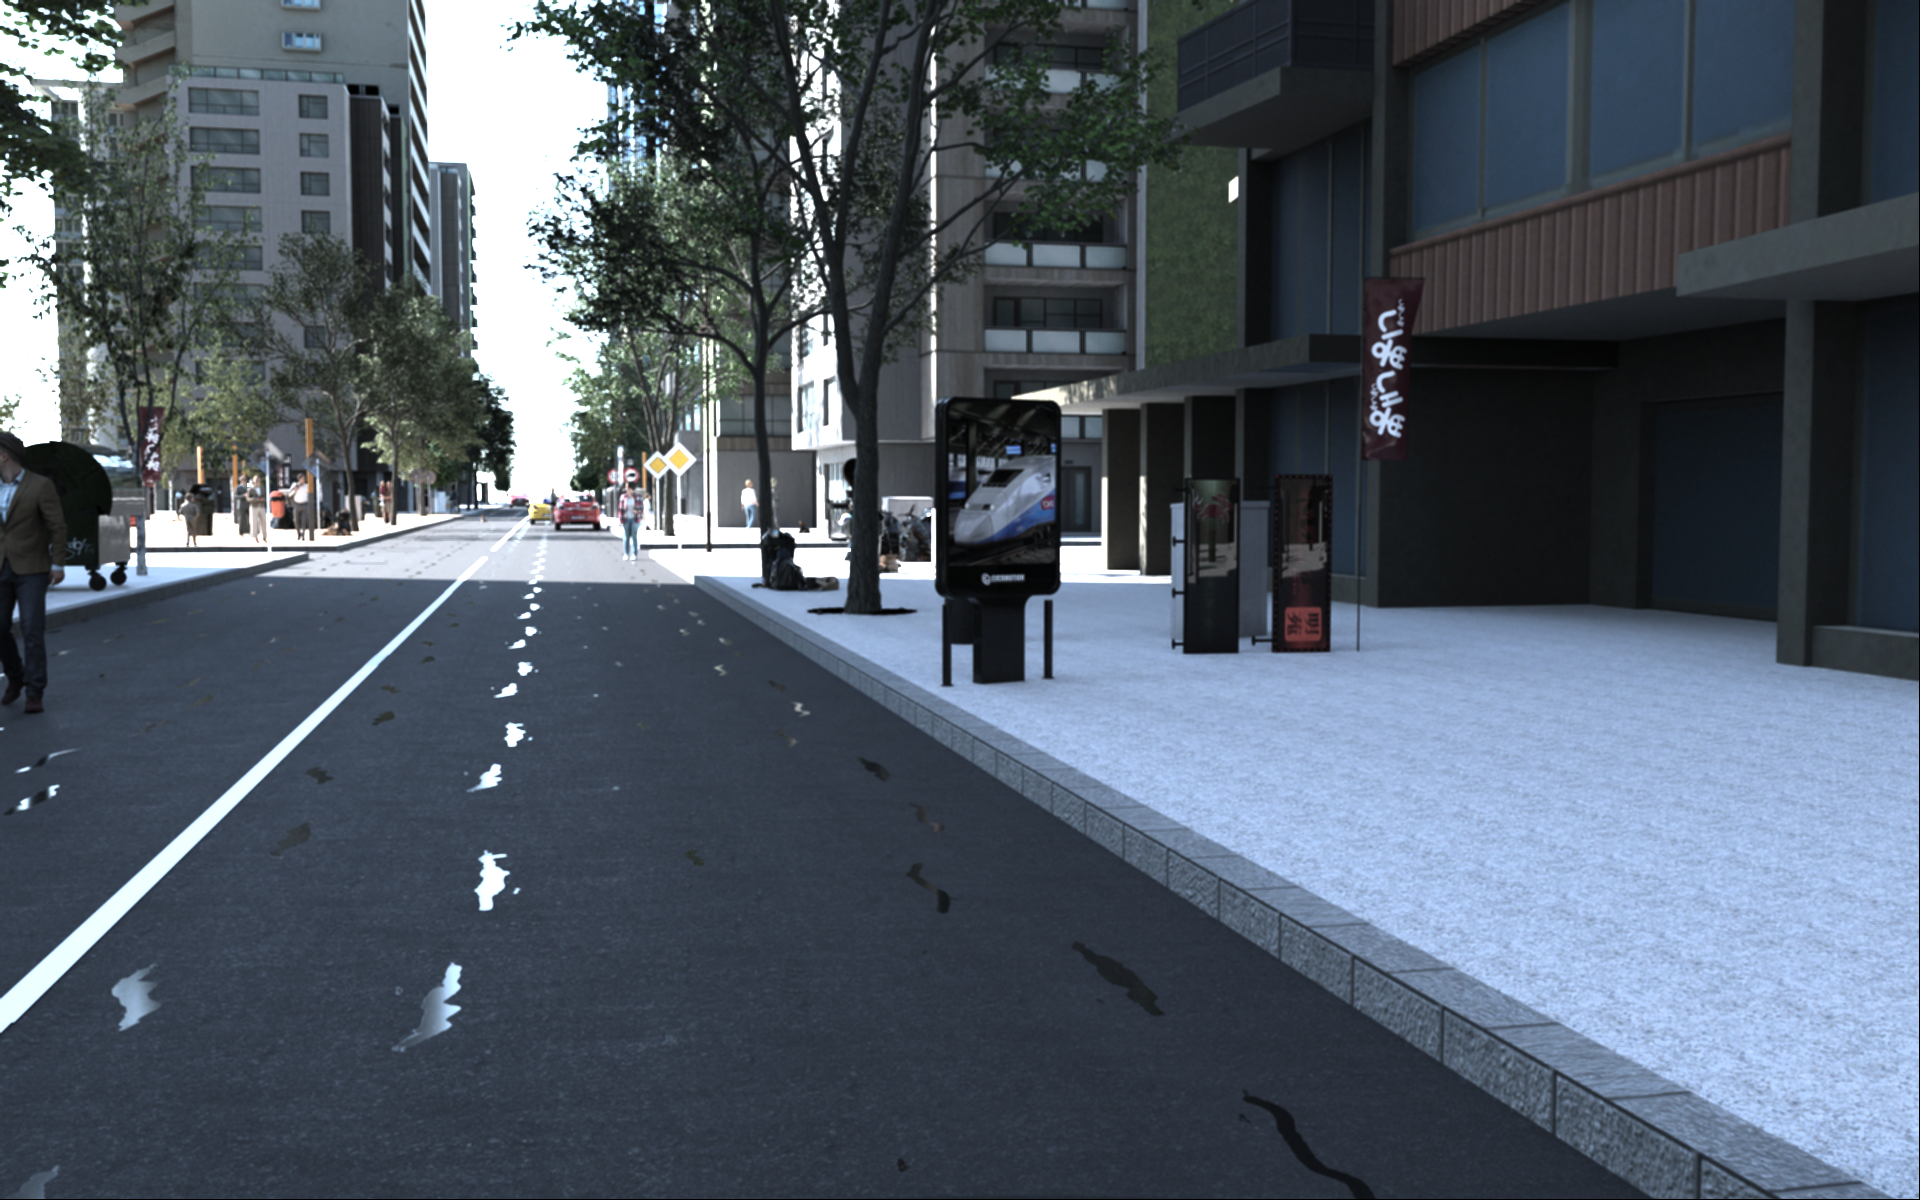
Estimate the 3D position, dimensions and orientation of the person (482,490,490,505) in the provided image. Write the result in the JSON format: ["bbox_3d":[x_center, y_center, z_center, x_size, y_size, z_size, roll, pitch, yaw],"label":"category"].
[{"bbox_3d":[-57.625,-12.429,209.979,1.217,1.743,0.721,-2,4,-32],"label":"person"}]

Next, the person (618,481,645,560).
[{"bbox_3d":[-7.140,-1.733,37.677,0.563,1.720,0.643,0,4,2],"label":"person"}]

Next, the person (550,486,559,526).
[{"bbox_3d":[-18.307,-4.256,78.266,0.526,1.800,0.537,2,4,26],"label":"person"}]

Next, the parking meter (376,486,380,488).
[{"bbox_3d":[-37.423,-6.472,111.528,0.399,1.863,0.255,-1,4,-21],"label":"parking meter"}]

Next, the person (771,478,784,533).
[{"bbox_3d":[-6.067,-3.081,56.608,0.526,1.800,0.537,-2,4,-29],"label":"person"}]

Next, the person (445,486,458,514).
[{"bbox_3d":[-32.586,-6.422,111.021,0.713,1.824,0.794,1,4,16],"label":"person"}]

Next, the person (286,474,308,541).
[{"bbox_3d":[-18.063,-2.522,47.375,0.679,1.850,0.850,-1,4,-19],"label":"person"}]

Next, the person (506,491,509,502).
[{"bbox_3d":[-69.503,-15.853,265.754,1.217,1.766,0.721,3,4,38],"label":"person"}]

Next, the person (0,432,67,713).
[{"bbox_3d":[-6.328,-0.193,11.572,0.656,1.842,0.836,-2,4,-28],"label":"person"}]

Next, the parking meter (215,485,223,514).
[{"bbox_3d":[-48.508,-6.585,113.377,0.399,1.863,0.255,-3,4,-38],"label":"parking meter"}]

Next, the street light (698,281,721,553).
[{"bbox_3d":[-5.495,-3.972,37.731,0.468,5.910,1.993,-1,4,-13],"label":"street light"}]

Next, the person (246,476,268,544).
[{"bbox_3d":[-18.186,-2.342,44.881,0.519,1.759,0.362,-3,5,-43],"label":"person"}]

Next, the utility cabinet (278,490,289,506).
[{"bbox_3d":[-33.161,-4.704,85.594,0.318,1.500,1.173,1,4,15],"label":"utility cabinet"}]

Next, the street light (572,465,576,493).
[{"bbox_3d":[-52.571,-16.135,236.598,0.468,5.910,1.993,-1,4,-13],"label":"street light"}]

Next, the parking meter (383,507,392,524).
[{"bbox_3d":[-24.977,-4.103,75.497,0.372,1.533,0.369,0,3,0],"label":"parking meter"}]

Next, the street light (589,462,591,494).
[{"bbox_3d":[-33.192,-11.166,155.345,0.468,5.910,1.993,-1,4,-13],"label":"street light"}]

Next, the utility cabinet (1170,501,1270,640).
[{"bbox_3d":[2.320,-0.264,15.484,1.020,1.237,0.306,-3,5,-41],"label":"utility cabinet"}]

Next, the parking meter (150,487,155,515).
[{"bbox_3d":[-49.752,-6.162,106.453,0.399,1.863,0.255,0,4,6],"label":"parking meter"}]

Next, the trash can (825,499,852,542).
[{"bbox_3d":[-3.264,-2.143,46.687,0.748,1.137,0.748,0,3,0],"label":"trash can"}]

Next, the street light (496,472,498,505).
[{"bbox_3d":[-53.579,-13.915,200.289,0.468,5.910,1.993,-1,4,-13],"label":"street light"}]

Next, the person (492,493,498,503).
[{"bbox_3d":[-63.651,-13.940,237.179,0.599,1.433,0.991,2,4,33],"label":"person"}]

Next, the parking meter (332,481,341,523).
[{"bbox_3d":[-27.866,-4.383,77.371,0.255,1.863,0.399,0,4,3],"label":"parking meter"}]

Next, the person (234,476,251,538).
[{"bbox_3d":[-20.665,-2.689,50.189,0.590,1.801,0.661,2,4,31],"label":"person"}]

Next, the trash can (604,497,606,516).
[{"bbox_3d":[-19.937,-5.315,98.547,0.748,1.137,0.748,0,3,0],"label":"trash can"}]

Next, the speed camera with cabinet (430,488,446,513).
[{"bbox_3d":[-35.407,-7.477,116.578,0.660,3.252,2.038,1,4,14],"label":"speed camera with cabinet"}]

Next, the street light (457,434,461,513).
[{"bbox_3d":[-34.418,-8.933,118.840,0.468,5.910,1.993,-1,4,-13],"label":"street light"}]

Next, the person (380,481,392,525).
[{"bbox_3d":[-23.745,-4.014,71.638,0.573,1.828,0.580,3,5,42],"label":"person"}]

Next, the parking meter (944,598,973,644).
[{"bbox_3d":[0.052,-0.398,14.912,0.372,1.533,0.369,0,3,0],"label":"parking meter"}]

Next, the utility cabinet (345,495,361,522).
[{"bbox_3d":[-28.270,-4.252,80.690,0.306,1.237,1.020,0,4,7],"label":"utility cabinet"}]

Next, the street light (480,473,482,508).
[{"bbox_3d":[-43.396,-11.258,156.850,0.468,5.910,1.993,-1,4,-13],"label":"street light"}]

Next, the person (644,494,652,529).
[{"bbox_3d":[-11.269,-3.195,62.565,0.425,1.301,0.394,3,5,39],"label":"person"}]

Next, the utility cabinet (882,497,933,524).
[{"bbox_3d":[-1.054,-1.473,35.251,1.020,1.237,0.306,-2,4,-27],"label":"utility cabinet"}]

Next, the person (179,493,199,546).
[{"bbox_3d":[-19.017,-1.984,42.747,0.475,1.303,0.640,-1,4,-16],"label":"person"}]

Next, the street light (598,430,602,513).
[{"bbox_3d":[-24.656,-8.924,118.700,0.468,5.910,1.993,-1,4,-13],"label":"street light"}]

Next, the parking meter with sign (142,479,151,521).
[{"bbox_3d":[-39.548,-5.372,84.087,0.543,3.016,1.738,-2,4,-25],"label":"parking meter with sign"}]

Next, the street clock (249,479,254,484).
[{"bbox_3d":[-34.112,-4.832,83.578,0.358,2.002,0.471,-3,5,-44],"label":"street clock"}]

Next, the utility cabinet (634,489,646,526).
[{"bbox_3d":[-12.837,-3.711,69.358,0.318,1.500,1.173,0,4,3],"label":"utility cabinet"}]

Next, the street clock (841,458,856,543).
[{"bbox_3d":[-2.163,-1.870,35.142,0.471,2.002,0.358,-1,4,-18],"label":"street clock"}]

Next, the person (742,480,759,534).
[{"bbox_3d":[-6.729,-2.996,55.692,0.731,1.740,0.598,1,4,16],"label":"person"}]

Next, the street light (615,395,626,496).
[{"bbox_3d":[-15.804,-6.605,80.785,0.468,5.910,1.993,-1,4,-13],"label":"street light"}]

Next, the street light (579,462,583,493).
[{"bbox_3d":[-42.273,-13.499,193.497,0.468,5.910,1.993,-1,4,-13],"label":"street light"}]

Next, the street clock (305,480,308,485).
[{"bbox_3d":[-32.831,-5.023,86.690,0.471,2.002,0.358,-2,4,-25],"label":"street clock"}]
